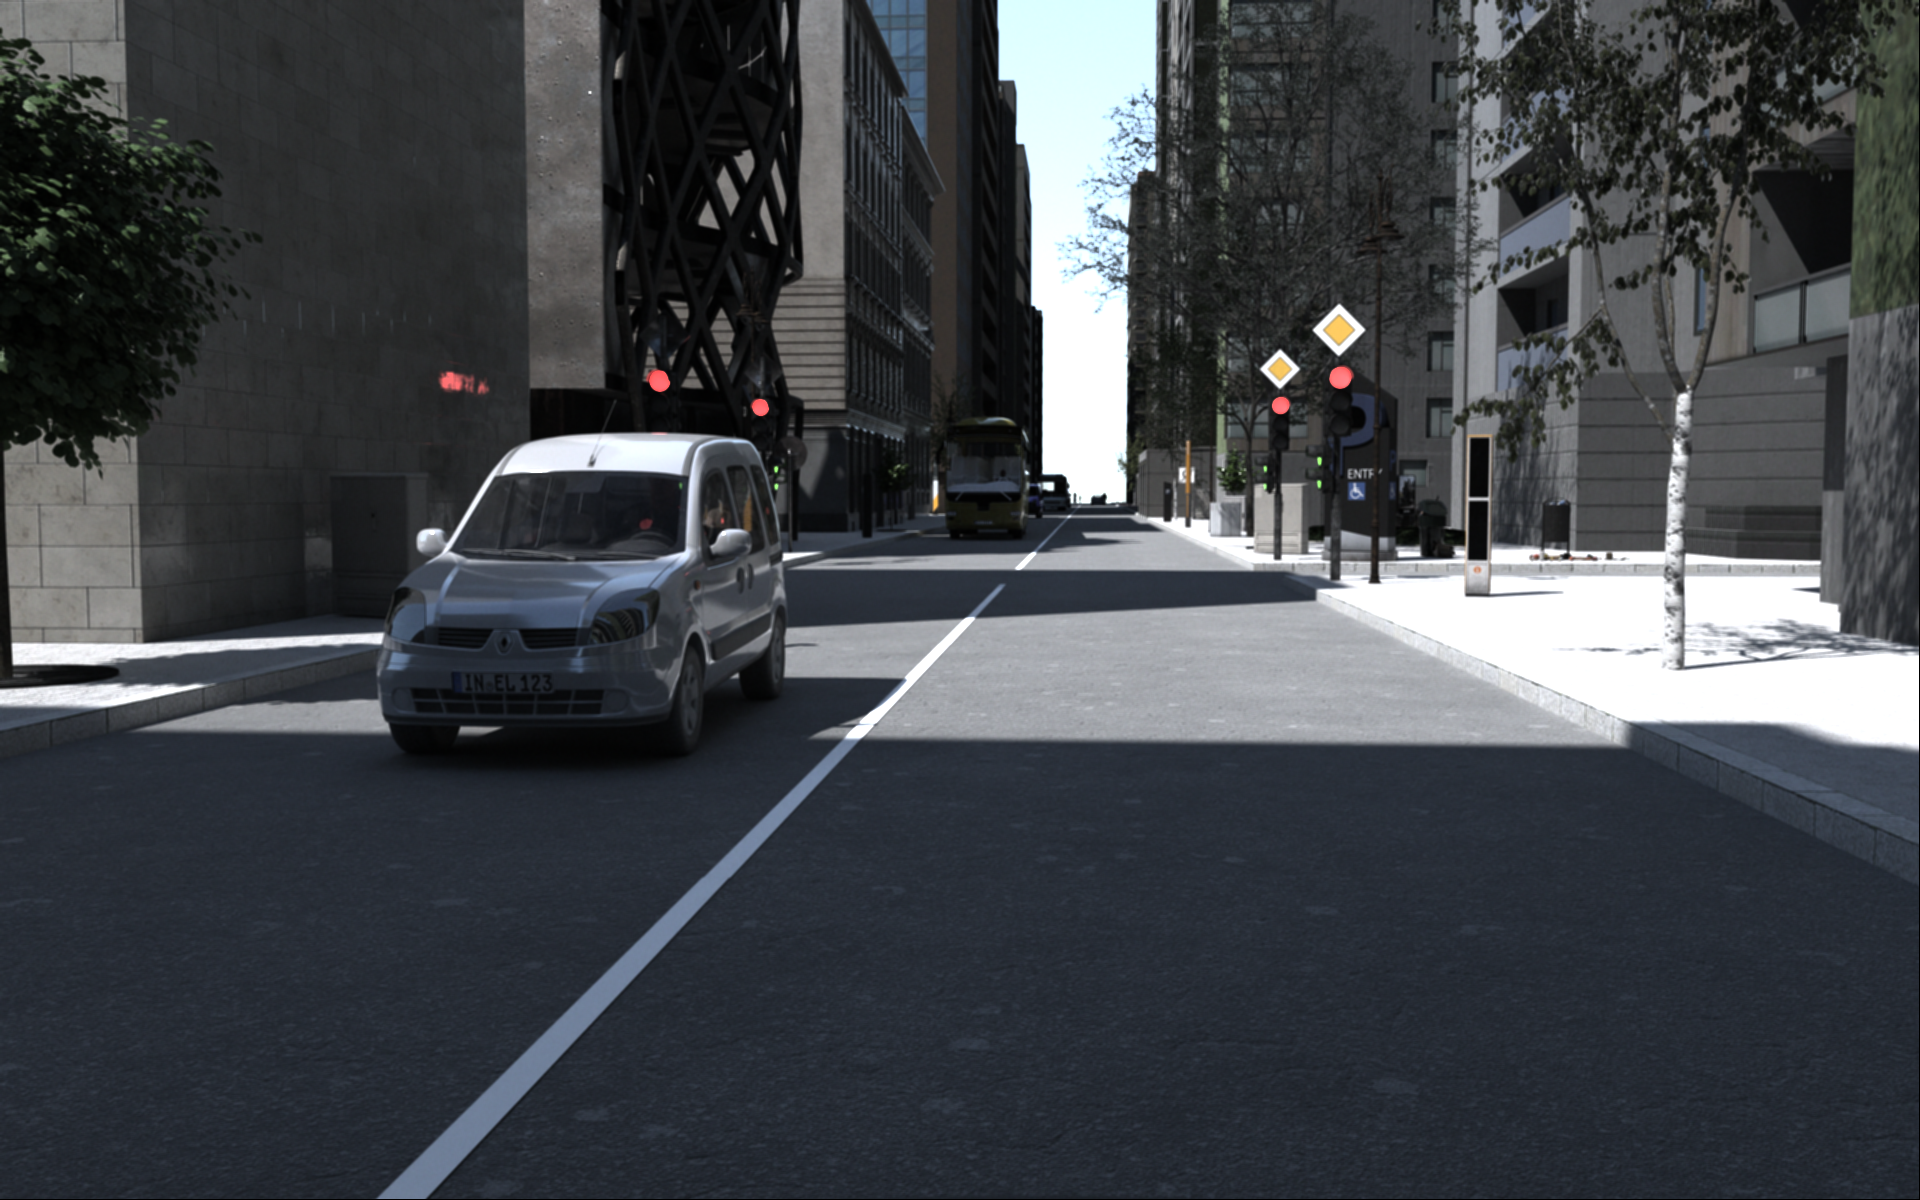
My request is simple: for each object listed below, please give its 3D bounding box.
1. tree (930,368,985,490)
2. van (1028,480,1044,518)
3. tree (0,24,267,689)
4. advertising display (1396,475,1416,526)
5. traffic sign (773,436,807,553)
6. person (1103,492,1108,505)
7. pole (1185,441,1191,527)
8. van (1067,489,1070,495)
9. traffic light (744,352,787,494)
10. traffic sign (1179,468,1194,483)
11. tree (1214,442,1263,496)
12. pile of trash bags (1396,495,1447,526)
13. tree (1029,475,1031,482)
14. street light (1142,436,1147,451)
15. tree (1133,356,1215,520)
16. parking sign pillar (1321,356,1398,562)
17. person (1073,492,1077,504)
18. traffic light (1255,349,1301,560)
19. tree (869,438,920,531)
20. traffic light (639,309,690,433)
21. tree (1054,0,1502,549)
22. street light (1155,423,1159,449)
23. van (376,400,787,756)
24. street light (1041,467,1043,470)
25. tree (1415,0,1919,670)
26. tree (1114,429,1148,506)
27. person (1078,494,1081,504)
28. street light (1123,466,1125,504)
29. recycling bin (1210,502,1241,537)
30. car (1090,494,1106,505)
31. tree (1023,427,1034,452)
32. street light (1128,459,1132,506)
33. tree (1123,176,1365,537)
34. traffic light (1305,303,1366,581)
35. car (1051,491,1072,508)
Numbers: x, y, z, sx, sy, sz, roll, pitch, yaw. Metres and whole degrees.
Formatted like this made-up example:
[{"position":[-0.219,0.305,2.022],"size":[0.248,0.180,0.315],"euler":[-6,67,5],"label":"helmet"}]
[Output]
[{"position":[-0.649,-9.153,100.021],"size":[4.737,8.622,4.395],"euler":[0,3,0],"label":"tree"},{"position":[3.970,-6.113,104.335],"size":[2.240,2.365,5.245],"euler":[0,4,5],"label":"van"},{"position":[-6.555,-1.725,11.918],"size":[4.285,4.588,4.351],"euler":[0,3,0],"label":"tree"},{"position":[14.772,-3.194,57.434],"size":[0.974,1.923,0.123],"euler":[-3,5,-42],"label":"advertising display"},{"position":[-3.721,-2.313,37.930],"size":[0.768,2.556,0.104],"euler":[1,4,10],"label":"traffic sign"},{"position":[18.790,-13.199,224.851],"size":[0.434,1.755,0.990],"euler":[-3,5,-43],"label":"person"},{"position":[8.765,-4.442,66.467],"size":[0.158,3.312,0.155],"euler":[0,3,0],"label":"pole"},{"position":[12.231,-12.473,208.321],"size":[2.240,2.365,5.245],"euler":[0,4,6],"label":"van"},{"position":[-3.874,-2.777,34.321],"size":[0.839,4.253,0.868],"euler":[0,4,4],"label":"traffic light"},{"position":[8.772,-3.970,67.035],"size":[0.606,2.300,0.079],"euler":[1,4,8],"label":"traffic sign"},{"position":[10.144,-4.263,64.298],"size":[1.663,3.219,1.824],"euler":[0,3,0],"label":"tree"},{"position":[16.739,-3.169,61.561],"size":[1.912,1.369,3.447],"euler":[-3,5,-40],"label":"pile of trash bags"},{"position":[5.700,-11.891,178.135],"size":[4.285,4.588,4.351],"euler":[0,3,0],"label":"tree"},{"position":[14.315,-9.880,134.324],"size":[0.468,5.910,1.993],"euler":[0,4,4],"label":"street light"},{"position":[10.684,-8.274,85.641],"size":[4.360,8.622,3.978],"euler":[0,3,0],"label":"tree"},{"position":[7.720,-2.745,33.357],"size":[1.447,3.967,1.447],"euler":[2,4,35],"label":"parking sign pillar"},{"position":[17.358,-15.425,261.366],"size":[0.621,1.740,0.551],"euler":[3,4,38],"label":"person"},{"position":[6.160,-2.731,33.580],"size":[0.839,4.253,0.868],"euler":[0,4,4],"label":"traffic light"},{"position":[-2.363,-3.979,59.651],"size":[1.663,3.219,1.824],"euler":[0,3,0],"label":"tree"},{"position":[-4.477,-2.290,26.359],"size":[0.839,4.253,0.868],"euler":[0,4,4],"label":"traffic light"},{"position":[7.316,-7.924,39.921],"size":[12.009,13.543,11.850],"euler":[0,3,0],"label":"tree"},{"position":[12.295,-8.278,108.127],"size":[0.468,5.910,1.993],"euler":[0,4,4],"label":"street light"},{"position":[-2.185,-0.234,10.838],"size":[2.013,2.044,4.112],"euler":[0,4,4],"label":"van"},{"position":[11.561,-16.590,244.039],"size":[0.468,5.910,1.993],"euler":[0,4,4],"label":"street light"},{"position":[5.278,-3.810,12.648],"size":[4.360,8.622,3.978],"euler":[0,3,0],"label":"tree"},{"position":[19.274,-14.877,193.605],"size":[4.737,8.622,4.395],"euler":[0,3,0],"label":"tree"},{"position":[17.123,-14.401,247.214],"size":[0.557,1.426,1.065],"euler":[-1,4,-17],"label":"person"},{"position":[20.517,-14.929,216.883],"size":[0.468,5.910,1.993],"euler":[0,4,4],"label":"street light"},{"position":[7.971,-2.413,52.009],"size":[0.722,1.027,0.722],"euler":[-1,4,-17],"label":"recycling bin"},{"position":[17.532,-12.732,220.168],"size":[2.014,1.417,4.499],"euler":[0,4,6],"label":"car"},{"position":[5.956,-14.424,186.198],"size":[4.737,8.622,4.395],"euler":[0,3,0],"label":"tree"},{"position":[18.070,-12.942,184.394],"size":[0.468,5.910,1.993],"euler":[0,4,4],"label":"street light"},{"position":[8.356,-7.154,51.381],"size":[7.601,10.594,8.767],"euler":[-1,4,-14],"label":"tree"},{"position":[5.557,-2.244,25.618],"size":[0.839,4.253,0.868],"euler":[0,4,4],"label":"traffic light"},{"position":[10.605,-10.586,181.759],"size":[2.281,1.827,5.304],"euler":[0,4,5],"label":"car"}]
